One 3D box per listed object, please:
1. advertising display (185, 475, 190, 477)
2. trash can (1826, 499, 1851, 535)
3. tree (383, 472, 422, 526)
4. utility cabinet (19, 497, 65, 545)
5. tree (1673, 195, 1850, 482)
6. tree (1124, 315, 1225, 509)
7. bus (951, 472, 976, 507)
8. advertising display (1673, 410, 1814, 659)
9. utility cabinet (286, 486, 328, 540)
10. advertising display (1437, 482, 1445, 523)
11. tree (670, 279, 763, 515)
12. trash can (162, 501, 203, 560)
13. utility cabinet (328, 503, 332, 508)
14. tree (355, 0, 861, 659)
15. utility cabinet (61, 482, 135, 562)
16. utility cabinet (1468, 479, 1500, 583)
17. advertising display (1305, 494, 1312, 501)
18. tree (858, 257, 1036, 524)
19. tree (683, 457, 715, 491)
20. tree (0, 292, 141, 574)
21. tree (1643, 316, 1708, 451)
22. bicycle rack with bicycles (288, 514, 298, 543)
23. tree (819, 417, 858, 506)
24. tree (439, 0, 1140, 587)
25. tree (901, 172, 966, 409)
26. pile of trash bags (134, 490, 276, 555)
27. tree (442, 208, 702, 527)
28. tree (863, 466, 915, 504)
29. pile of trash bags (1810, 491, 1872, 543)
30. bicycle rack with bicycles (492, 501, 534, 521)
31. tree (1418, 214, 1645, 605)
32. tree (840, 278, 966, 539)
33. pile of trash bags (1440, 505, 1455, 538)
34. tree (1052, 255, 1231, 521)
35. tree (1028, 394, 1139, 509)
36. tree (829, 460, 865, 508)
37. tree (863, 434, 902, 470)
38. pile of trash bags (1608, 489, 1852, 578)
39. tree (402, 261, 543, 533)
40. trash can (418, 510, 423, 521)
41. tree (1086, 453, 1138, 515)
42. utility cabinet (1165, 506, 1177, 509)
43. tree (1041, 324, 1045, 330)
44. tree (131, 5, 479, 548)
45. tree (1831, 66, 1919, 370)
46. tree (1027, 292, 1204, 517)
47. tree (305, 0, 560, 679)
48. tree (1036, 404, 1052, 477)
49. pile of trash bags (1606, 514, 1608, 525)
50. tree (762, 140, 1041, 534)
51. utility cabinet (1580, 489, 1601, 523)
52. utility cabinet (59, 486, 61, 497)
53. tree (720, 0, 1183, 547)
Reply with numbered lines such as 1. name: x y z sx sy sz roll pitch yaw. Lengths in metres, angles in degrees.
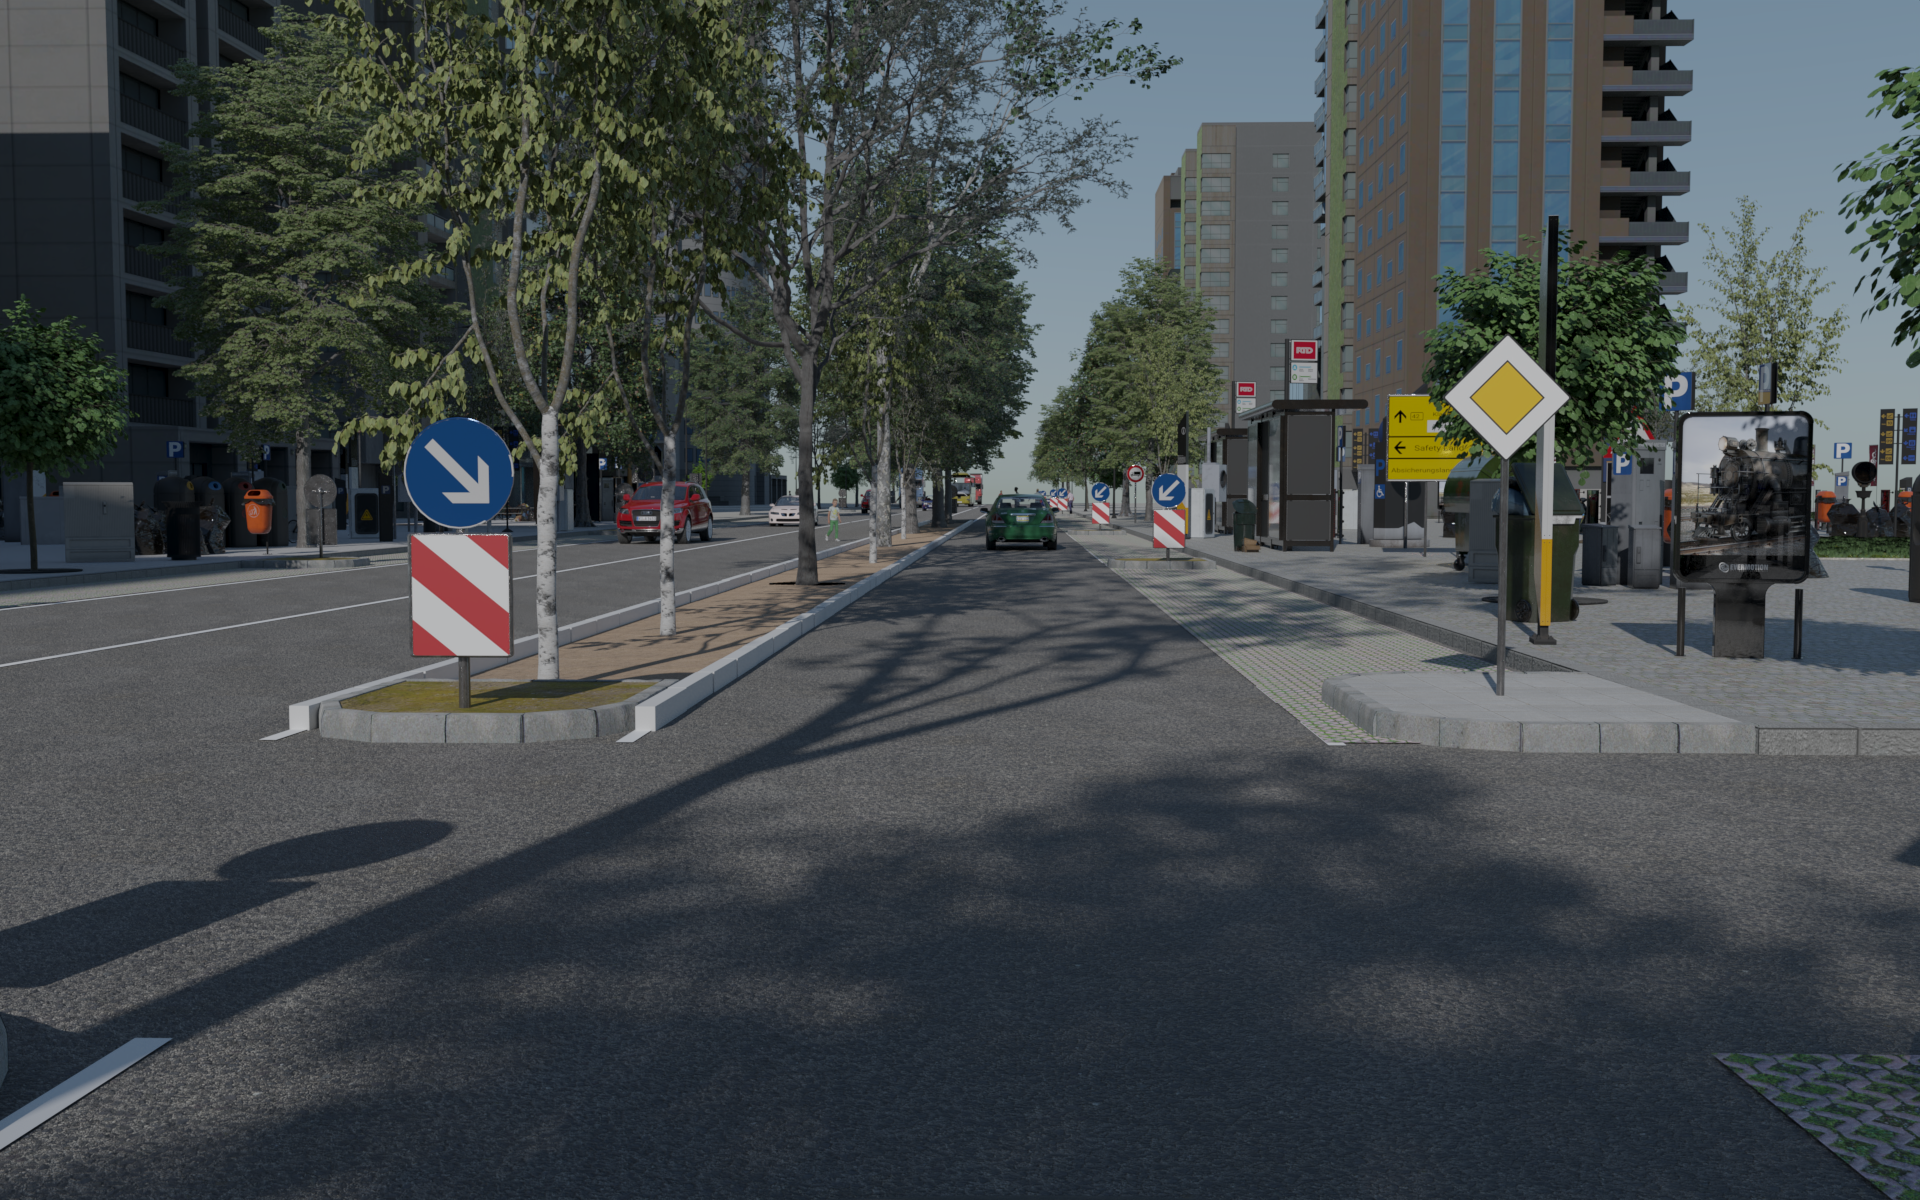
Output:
1. advertising display: -26.730 -3.360 60.148 0.123 1.923 0.974 -2 4 -34
2. trash can: 27.007 -2.547 53.295 0.748 1.137 0.748 0 3 0
3. tree: -22.519 -4.671 70.979 1.663 3.219 1.824 0 3 0
4. utility cabinet: -23.280 -2.006 43.958 1.020 1.237 0.306 -2 4 -28
5. tree: 19.658 -5.622 42.289 4.737 8.622 4.395 0 3 0
6. tree: 8.505 -7.386 71.123 4.737 8.622 4.395 0 3 0
7. bus: 0.227 -12.482 195.630 2.896 3.916 12.252 0 4 3
8. advertising display: 6.108 -0.509 13.542 0.974 1.923 0.123 1 4 15
9. utility cabinet: -18.169 -2.399 47.902 1.173 1.500 0.318 1 4 14
10. advertising display: 21.603 -4.369 76.645 0.974 1.923 0.123 -1 4 -10
11. tree: -12.969 -12.077 104.109 9.857 13.997 8.962 0 3 0
12. trash can: -15.084 -1.344 33.633 0.748 1.137 0.748 0 3 0
13. utility cabinet: -19.001 -2.595 51.111 0.318 1.500 1.173 1 4 13
14. tree: -2.984 -3.955 17.491 4.737 8.622 4.395 0 3 0
15. utility cabinet: -16.203 -1.463 32.606 1.173 1.500 0.318 -2 4 -27
16. utility cabinet: 7.855 -0.976 24.630 1.173 1.500 0.318 3 5 40
17. advertising display: 11.925 -3.304 59.231 0.123 1.923 0.974 0 4 5
18. tree: -0.468 -9.858 81.758 7.486 12.596 7.792 0 3 0
19. tree: -13.818 -5.923 91.445 1.663 3.219 1.824 0 3 0
20. tree: -15.293 -2.735 28.438 4.285 4.588 4.351 0 3 0
21. tree: 28.788 -7.450 72.169 4.360 8.622 3.978 0 3 0
22. bicycle rack with bicycles: -17.887 -1.969 45.576 2.852 0.926 2.925 1 4 8
23. tree: -11.129 -16.042 180.405 7.486 12.596 7.792 0 3 0
24. tree: -2.423 -6.977 26.903 12.009 13.543 11.850 0 3 0
25. tree: -1.826 -5.071 35.724 4.737 8.622 4.395 0 3 0
26. pile of trash bags: -16.111 -1.652 36.767 3.447 1.369 1.912 1 4 12
27. tree: -14.701 -9.172 66.972 9.611 12.733 9.660 0 3 0
28. tree: -9.061 -19.412 234.397 9.611 12.733 9.660 0 3 0
29. pile of trash bags: 25.417 -2.404 49.051 1.912 1.369 3.447 -1 4 -10
30. bicycle rack with bicycles: -21.877 -4.378 84.955 2.925 0.926 2.852 0 4 -2
31. tree: 6.919 -2.247 20.453 4.285 4.588 4.351 0 3 0
32. tree: -1.774 -6.212 54.386 4.360 8.622 3.978 0 3 0
33. pile of trash bags: 15.113 -2.532 51.149 1.912 1.369 3.447 0 4 -5
34. tree: 9.407 -10.073 82.813 7.486 12.596 7.792 0 3 0
35. tree: 10.961 -13.176 149.841 8.767 10.594 7.601 -1 4 -18
36. tree: -10.758 -11.034 164.125 4.285 4.588 4.351 0 3 0
37. tree: -9.227 -16.346 201.675 8.767 10.594 7.601 2 4 29
38. pile of trash bags: 12.182 -1.096 27.667 1.912 1.369 3.447 -1 4 -9
39. tree: -15.059 -6.359 54.340 4.360 8.622 3.978 0 3 0
40. trash can: -25.662 -4.326 82.390 0.748 1.137 0.748 0 3 0
41. tree: 9.684 -7.632 108.502 4.285 4.588 4.351 0 3 0
42. utility cabinet: 10.043 -4.397 80.565 0.318 1.500 1.173 -3 4 -38
43. tree: -0.882 -10.022 72.970 9.857 13.997 8.962 0 3 0
44. tree: -15.299 -7.498 40.719 7.486 12.596 7.792 0 3 0
45. tree: 6.675 -1.584 9.607 4.285 4.588 4.351 0 3 0
46. tree: 9.569 -11.100 98.485 9.611 12.733 9.660 0 3 0
47. tree: -3.045 -3.660 12.663 4.737 8.622 4.395 0 3 0
48. tree: 11.215 -16.068 180.841 7.486 12.596 7.792 0 3 0
49. pile of trash bags: 13.680 -1.392 32.510 1.912 1.369 3.447 -2 4 -32
50. tree: -1.766 -9.332 61.686 9.857 13.997 8.962 0 3 0
51. utility cabinet: 27.504 -4.094 75.613 1.173 1.500 0.318 -1 4 -9
52. utility cabinet: -23.481 -2.294 46.185 1.173 1.500 0.318 2 4 27
53. tree: -0.868 -11.437 45.349 12.611 20.169 13.585 0 3 0
